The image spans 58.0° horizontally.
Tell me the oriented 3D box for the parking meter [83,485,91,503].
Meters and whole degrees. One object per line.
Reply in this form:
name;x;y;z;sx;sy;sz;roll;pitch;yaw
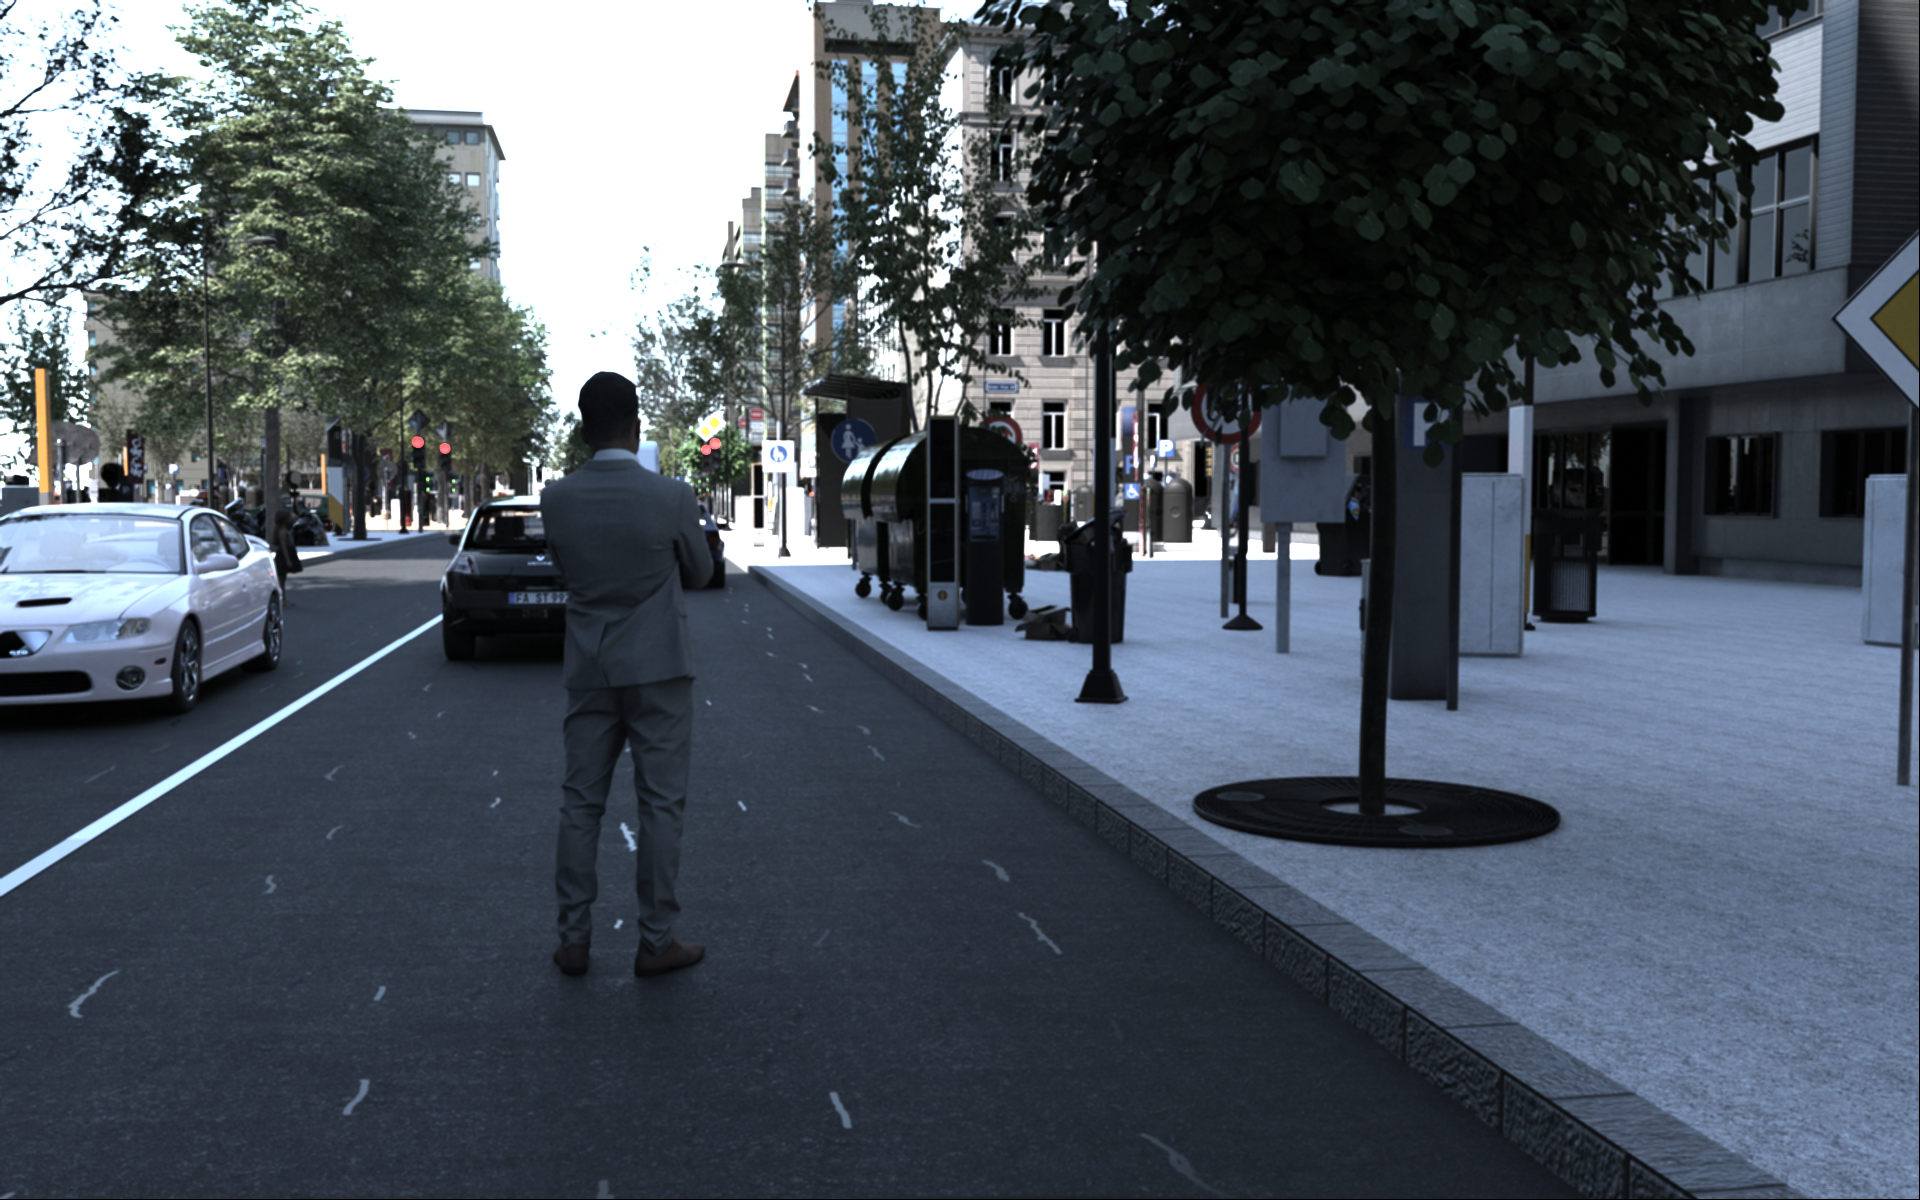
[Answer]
parking meter;-56.141;-6.465;111.417;0.255;1.863;0.399;3;4;38

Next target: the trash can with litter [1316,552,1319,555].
trash can with litter;7.678;-1.423;34.655;1.055;1.170;0.624;1;4;21

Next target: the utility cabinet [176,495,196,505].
utility cabinet;-36.344;-4.304;81.539;0.306;1.237;1.020;2;4;34

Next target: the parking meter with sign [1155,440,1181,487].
parking meter with sign;6.920;-3.679;56.416;0.543;3.016;1.738;1;4;21

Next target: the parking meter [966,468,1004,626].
parking meter;0.243;-0.524;16.977;0.372;1.533;0.369;0;3;0

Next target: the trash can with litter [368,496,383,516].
trash can with litter;-34.561;-5.556;102.223;1.055;1.170;0.624;3;4;36

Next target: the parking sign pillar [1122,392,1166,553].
parking sign pillar;3.830;-3.040;38.172;1.447;3.967;1.447;0;4;8

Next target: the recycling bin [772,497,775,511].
recycling bin;-13.971;-7.093;128.519;0.722;1.027;0.722;0;4;-4

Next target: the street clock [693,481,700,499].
street clock;-12.409;-4.707;81.522;0.358;2.002;0.471;1;4;8

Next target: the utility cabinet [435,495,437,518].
utility cabinet;-28.161;-5.044;93.628;0.306;1.237;1.020;-1;4;-20

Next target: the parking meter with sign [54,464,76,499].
parking meter with sign;-45.628;-5.636;88.406;0.543;3.016;1.738;-3;5;-43

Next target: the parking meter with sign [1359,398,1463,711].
parking meter with sign;2.918;-0.903;11.020;0.543;3.016;1.738;0;4;0

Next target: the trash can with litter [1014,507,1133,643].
trash can with litter;0.968;-0.224;15.058;1.055;1.170;0.624;2;4;32

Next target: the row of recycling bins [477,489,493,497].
row of recycling bins;-35.963;-7.753;133.867;3.534;1.692;1.069;-1;4;-9

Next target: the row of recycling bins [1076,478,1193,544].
row of recycling bins;4.761;-2.386;46.121;1.069;1.692;3.534;-3;5;-41

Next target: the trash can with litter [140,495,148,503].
trash can with litter;-55.601;-6.498;117.293;2.233;1.210;1.678;0;4;-3

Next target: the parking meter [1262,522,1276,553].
parking meter;6.692;-1.942;37.468;0.255;1.863;0.399;0;4;-1

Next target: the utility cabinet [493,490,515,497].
utility cabinet;-25.711;-5.442;97.662;1.173;1.500;0.318;0;4;-1

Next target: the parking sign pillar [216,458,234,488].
parking sign pillar;-54.851;-8.628;129.543;1.447;3.967;1.447;3;5;44

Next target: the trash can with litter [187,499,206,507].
trash can with litter;-16.275;-1.519;36.228;1.055;1.170;0.624;1;4;14

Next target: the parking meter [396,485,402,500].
parking meter;-36.966;-6.637;114.218;0.255;1.863;0.399;2;4;31

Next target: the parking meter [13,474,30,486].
parking meter;-26.900;-2.692;49.725;0.399;1.863;0.255;0;4;1

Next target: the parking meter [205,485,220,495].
parking meter;-20.818;-2.437;48.264;0.372;1.533;0.369;0;3;0

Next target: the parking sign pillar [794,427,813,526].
parking sign pillar;-6.563;-4.894;68.496;1.447;3.967;1.447;0;4;-4

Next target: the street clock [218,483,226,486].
street clock;-47.979;-6.612;112.672;0.471;2.002;0.358;1;4;8

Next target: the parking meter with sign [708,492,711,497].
parking meter with sign;-17.142;-7.381;116.939;1.738;3.016;0.543;3;5;42

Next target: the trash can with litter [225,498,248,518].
trash can with litter;-21.955;-2.480;51.927;1.055;1.170;0.624;-3;4;-37

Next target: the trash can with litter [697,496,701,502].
trash can with litter;-15.366;-5.427;100.121;1.055;1.170;0.624;0;4;-8

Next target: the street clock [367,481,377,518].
street clock;-31.512;-5.398;92.832;0.471;2.002;0.358;-3;5;-44

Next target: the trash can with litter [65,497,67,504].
trash can with litter;-36.480;-3.728;72.013;2.233;1.210;1.678;-3;4;-37

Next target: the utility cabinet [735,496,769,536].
utility cabinet;-6.448;-2.602;53.705;1.020;1.237;0.306;0;4;0

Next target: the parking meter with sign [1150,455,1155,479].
parking meter with sign;9.498;-5.006;78.110;1.738;3.016;0.543;-1;4;-14

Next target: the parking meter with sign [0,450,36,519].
parking meter with sign;-37.617;-4.445;68.940;1.738;3.016;0.543;0;4;2

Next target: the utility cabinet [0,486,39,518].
utility cabinet;-25.107;-2.317;46.569;1.173;1.500;0.318;0;4;-4

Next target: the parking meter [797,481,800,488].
parking meter;-6.380;-3.754;67.090;0.399;1.863;0.255;-1;4;-20

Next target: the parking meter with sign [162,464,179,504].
parking meter with sign;-46.005;-6.395;100.820;0.543;3.016;1.738;0;4;-8

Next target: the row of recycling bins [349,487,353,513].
row of recycling bins;-36.606;-5.879;103.230;1.069;1.692;3.534;-1;4;-16

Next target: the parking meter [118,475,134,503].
parking meter;-23.953;-2.695;49.774;0.399;1.863;0.255;-1;4;-20

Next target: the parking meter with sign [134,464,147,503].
parking meter with sign;-47.936;-6.372;100.435;1.738;3.016;0.543;2;4;26

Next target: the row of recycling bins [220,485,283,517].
row of recycling bins;-33.902;-4.610;82.487;3.534;1.692;1.069;1;4;11

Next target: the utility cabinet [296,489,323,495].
utility cabinet;-28.842;-4.160;76.700;1.173;1.500;0.318;-2;4;-33

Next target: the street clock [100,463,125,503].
street clock;-19.674;-2.183;40.255;0.471;2.002;0.358;0;4;2

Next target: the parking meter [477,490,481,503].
parking meter;-29.682;-6.013;106.725;0.372;1.533;0.369;0;3;0

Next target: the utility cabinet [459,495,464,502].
utility cabinet;-38.545;-7.519;134.091;0.306;1.237;1.020;-1;4;-21

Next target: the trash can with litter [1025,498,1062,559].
trash can with litter;1.389;-1.417;34.233;2.233;1.210;1.678;1;4;13

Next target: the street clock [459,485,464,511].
street clock;-38.180;-7.840;132.754;0.358;2.002;0.471;2;4;28

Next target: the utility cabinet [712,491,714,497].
utility cabinet;-17.460;-7.186;126.176;1.173;1.500;0.318;0;4;7

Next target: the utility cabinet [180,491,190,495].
utility cabinet;-57.774;-7.402;129.701;1.173;1.500;0.318;1;4;10

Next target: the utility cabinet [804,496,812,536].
utility cabinet;-4.948;-2.575;53.266;0.306;1.237;1.020;-3;5;-41

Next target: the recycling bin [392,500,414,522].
recycling bin;-25.510;-4.082;79.291;0.722;1.027;0.722;2;4;32
